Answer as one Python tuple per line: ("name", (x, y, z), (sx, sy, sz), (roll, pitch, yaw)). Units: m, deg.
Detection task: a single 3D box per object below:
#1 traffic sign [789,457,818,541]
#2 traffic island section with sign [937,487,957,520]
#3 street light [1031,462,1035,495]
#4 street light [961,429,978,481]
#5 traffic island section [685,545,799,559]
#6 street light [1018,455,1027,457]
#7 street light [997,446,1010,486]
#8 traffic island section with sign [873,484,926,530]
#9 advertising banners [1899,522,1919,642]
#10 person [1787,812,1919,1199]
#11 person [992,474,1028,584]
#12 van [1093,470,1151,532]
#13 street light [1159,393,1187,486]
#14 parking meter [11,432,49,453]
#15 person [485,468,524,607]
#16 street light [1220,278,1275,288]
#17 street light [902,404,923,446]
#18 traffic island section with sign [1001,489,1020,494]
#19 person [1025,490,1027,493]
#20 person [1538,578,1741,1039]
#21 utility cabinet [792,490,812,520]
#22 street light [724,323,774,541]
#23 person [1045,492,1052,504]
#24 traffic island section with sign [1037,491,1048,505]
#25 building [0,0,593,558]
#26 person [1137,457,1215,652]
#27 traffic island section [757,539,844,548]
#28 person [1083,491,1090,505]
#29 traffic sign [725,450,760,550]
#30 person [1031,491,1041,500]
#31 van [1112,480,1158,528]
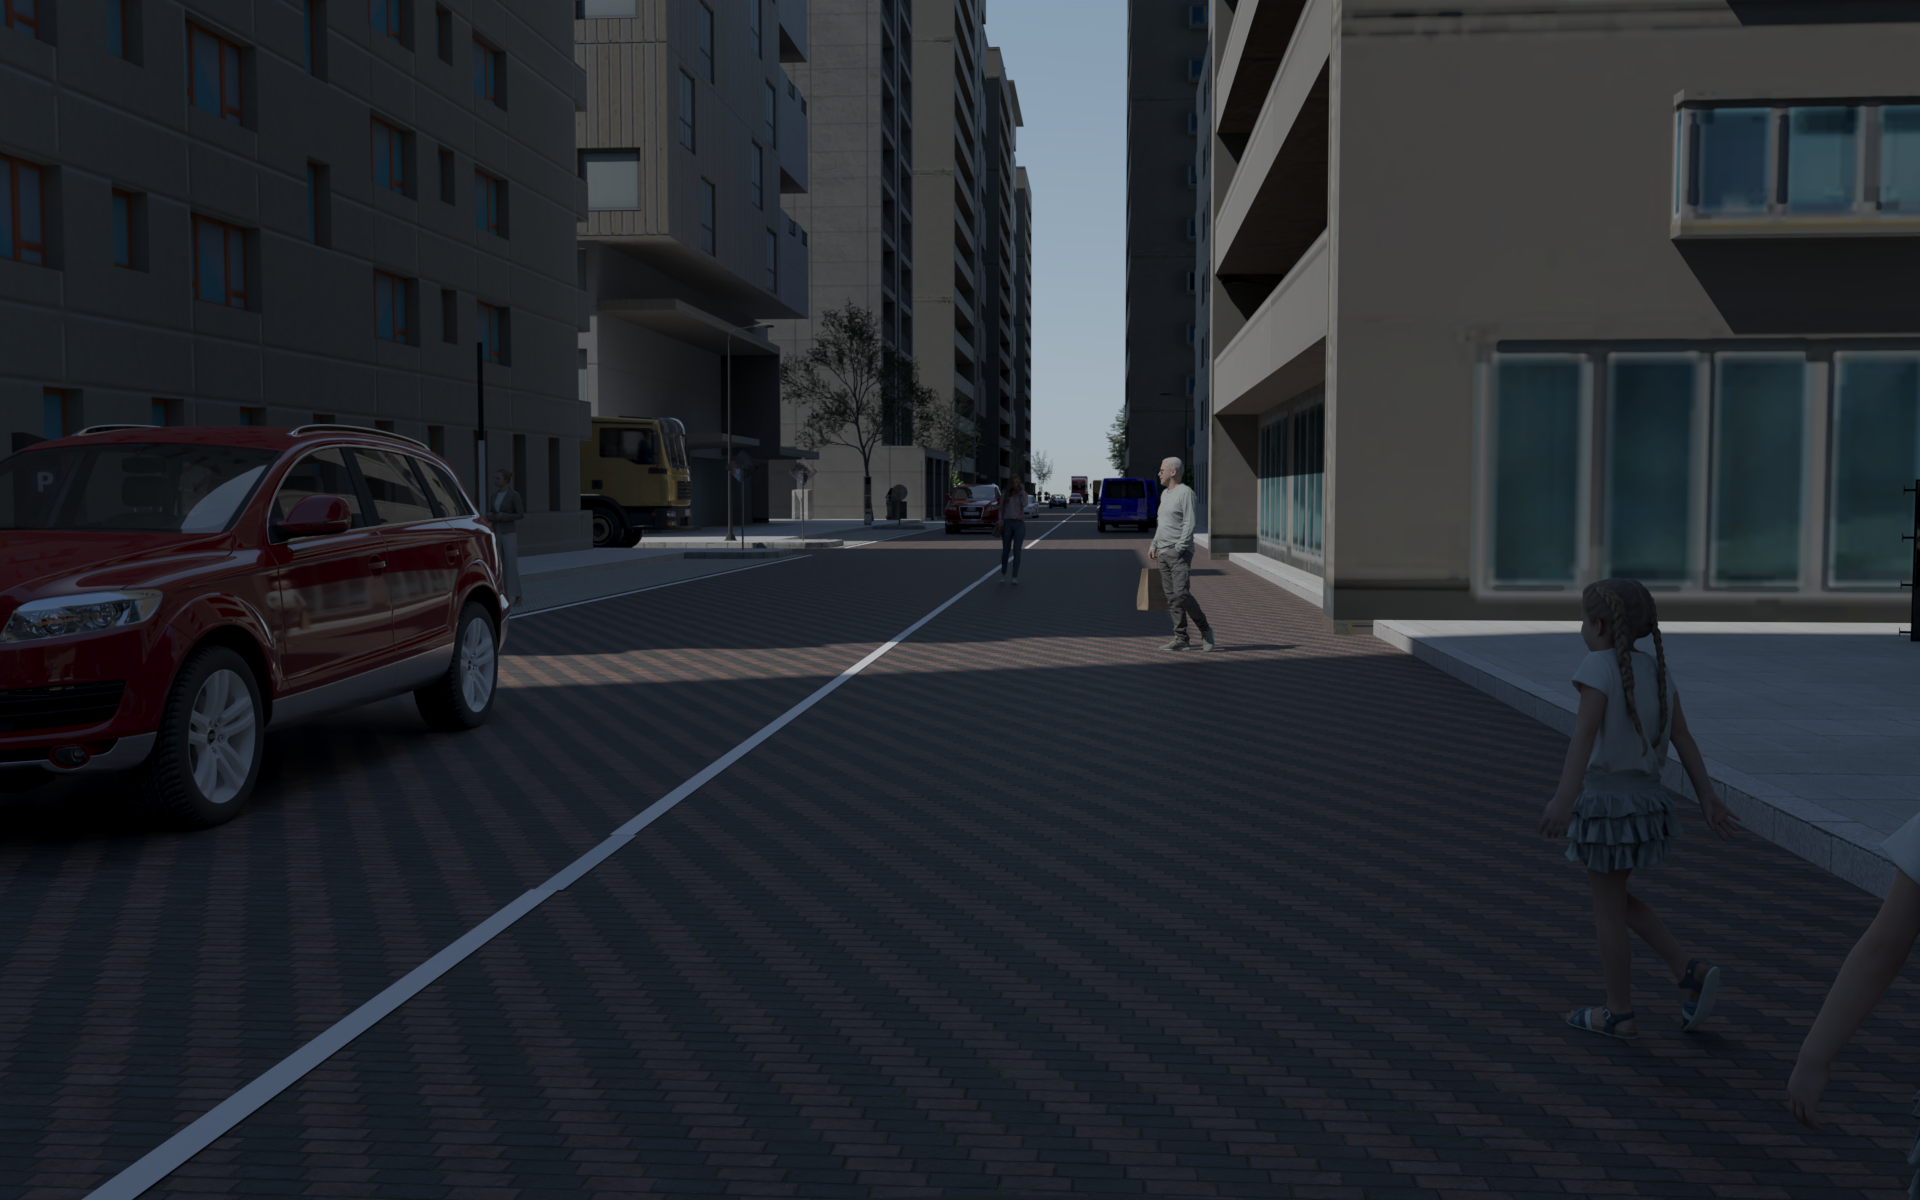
("traffic sign", (-4.283, -2.670, 47.302), (0.795, 2.450, 0.064), (0, 4, 5))
("traffic island section with sign", (-0.226, -5.407, 97.034), (1.989, 1.847, 2.006), (0, 4, 5))
("street light", (10.765, -16.865, 248.275), (1.470, 5.913, 1.316), (0, 4, 5))
("street light", (0.624, -9.275, 124.193), (1.470, 5.913, 1.316), (0, 4, 5))
("traffic island section", (-4.961, -1.047, 39.407), (2.009, 0.180, 2.903), (0, 4, 5))
("street light", (7.316, -14.318, 206.637), (1.470, 5.913, 1.316), (0, 4, 5))
("street light", (4.089, -11.822, 165.829), (1.470, 5.913, 1.316), (0, 4, 5))
("traffic island section with sign", (-2.433, -3.764, 70.169), (1.989, 1.847, 2.006), (0, 4, 5))
("advertising banners", (9.123, -1.124, 14.564), (2.074, 3.025, 0.090), (2, 4, 26))
("person", (1.362, 0.689, 2.256), (0.505, 1.210, 0.382), (1, 4, 22))
("person", (0.816, -1.143, 27.779), (0.593, 1.750, 0.643), (0, 4, 8))
("van", (6.250, -3.807, 66.621), (2.240, 2.365, 5.245), (0, 4, 3))
("street light", (9.809, -6.536, 79.408), (1.470, 5.913, 1.316), (0, 4, 5))
("parking meter", (-8.820, -0.667, 16.615), (0.255, 1.863, 0.399), (2, 4, 32))
("person", (-5.822, -0.794, 22.024), (0.519, 1.759, 0.362), (2, 4, 25))
("street light", (6.291, -3.963, 37.334), (1.470, 5.913, 1.316), (0, 4, 5))
("street light", (-2.406, -7.138, 89.252), (1.470, 5.913, 1.316), (0, 4, 5))
("traffic island section with sign", (3.840, -8.439, 146.598), (1.989, 1.847, 2.006), (0, 4, 5))
("person", (6.710, -10.268, 176.343), (1.348, 1.831, 0.705), (-3, 4, -38))
("person", (1.744, 0.550, 4.515), (0.505, 1.210, 0.382), (-3, 4, -36))
("utility cabinet", (-7.876, -4.745, 86.266), (1.173, 1.500, 0.318), (3, 5, 43))
("street light", (-5.753, -4.573, 47.307), (1.470, 5.913, 1.316), (0, 4, 5))
("person", (13.056, -14.915, 253.176), (1.217, 1.723, 0.721), (1, 4, 23))
("traffic island section with sign", (12.821, -15.133, 256.051), (1.989, 1.847, 2.006), (0, 4, 5))
("building", (-24.048, -11.126, 26.958), (28.899, 21.520, 27.650), (0, 4, 5))
("person", (1.980, -0.424, 15.924), (0.515, 1.767, 0.782), (-1, 4, -22))
("traffic island section", (-4.307, -1.534, 47.365), (2.009, 0.180, 2.903), (0, 4, 5))
("person", (16.474, -13.154, 223.581), (1.348, 1.822, 0.705), (3, 4, 36))
("traffic sign", (-4.937, -2.184, 39.343), (0.795, 2.450, 0.064), (0, 4, 5))
("person", (8.512, -11.484, 196.405), (1.348, 1.807, 0.705), (-2, 4, -23))
("van", (7.568, -4.349, 75.483), (2.240, 2.365, 5.245), (0, 4, 4))
